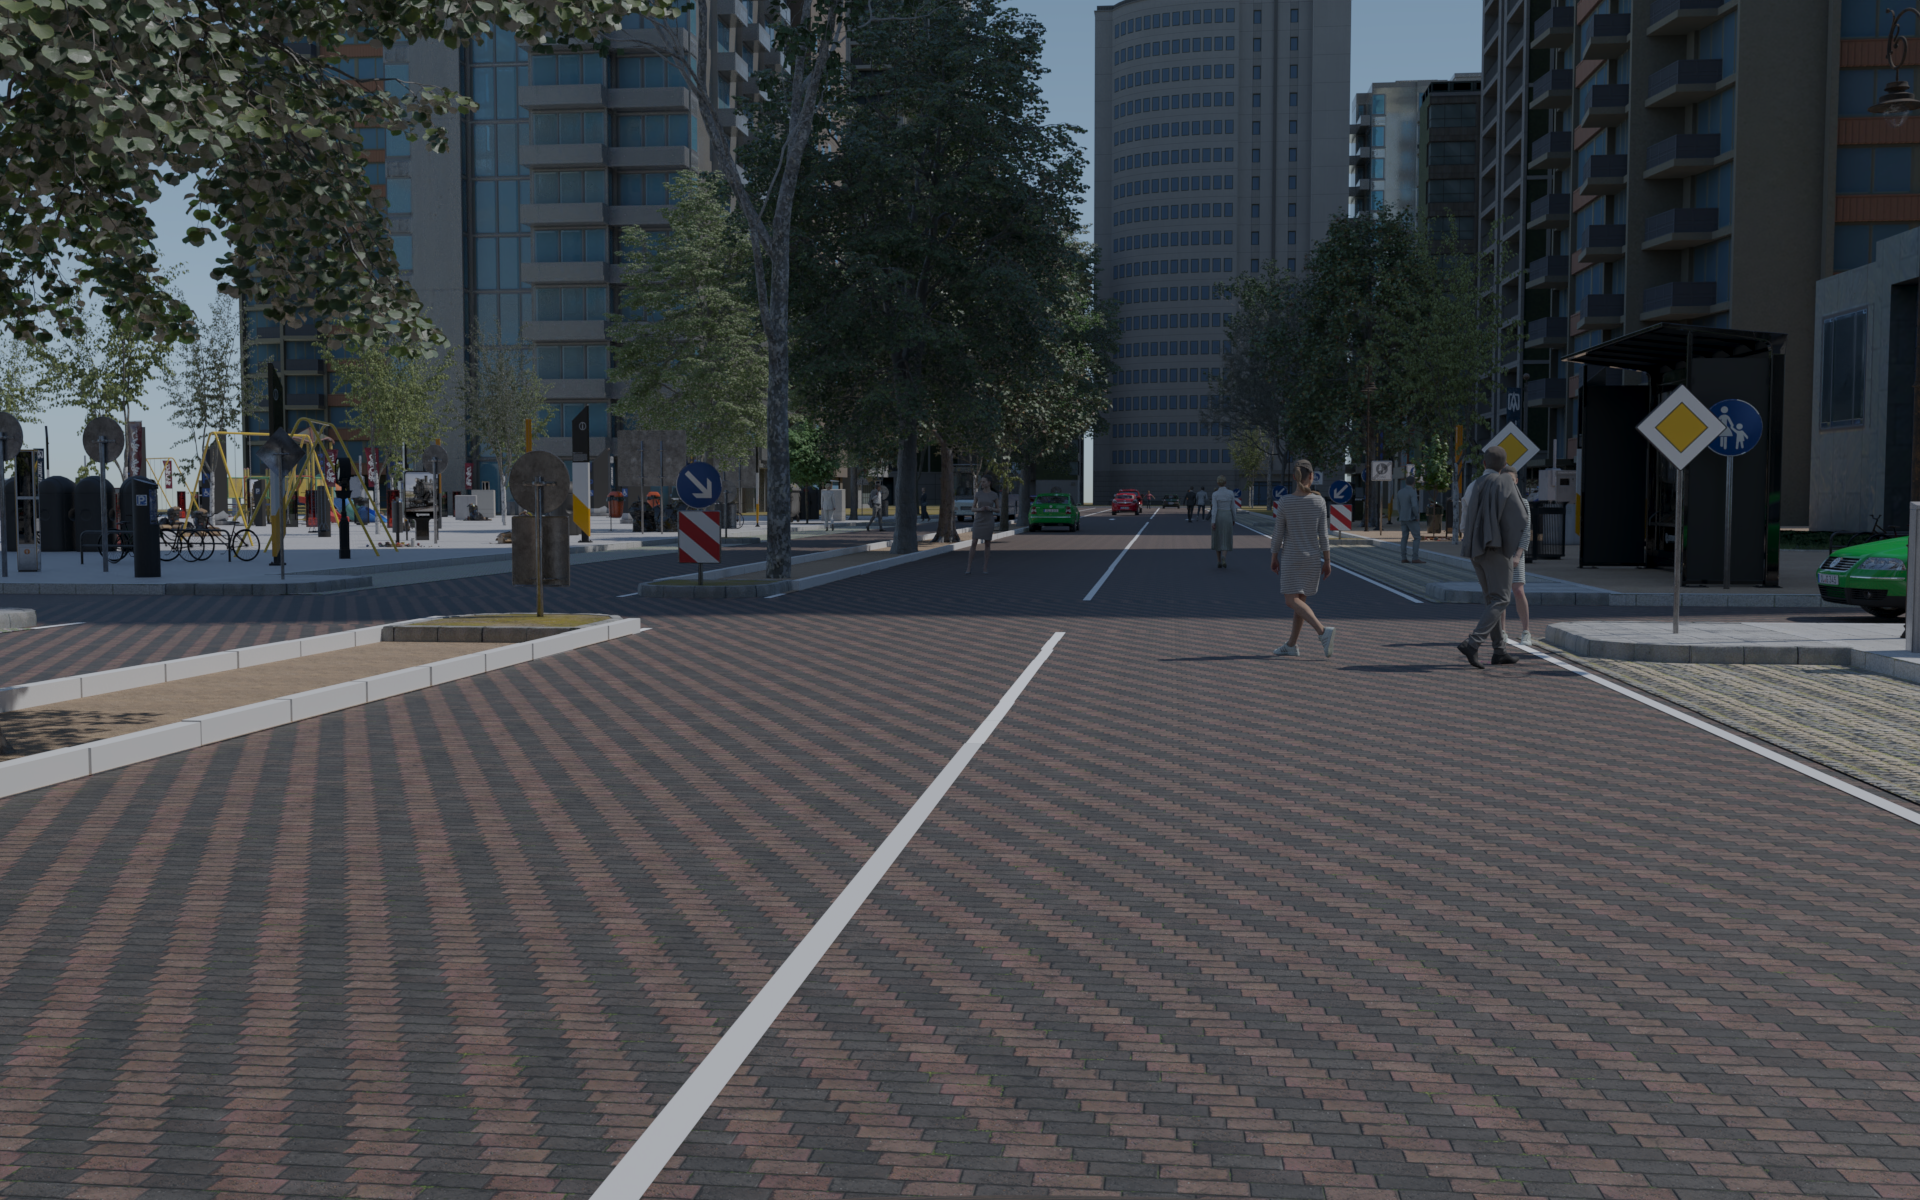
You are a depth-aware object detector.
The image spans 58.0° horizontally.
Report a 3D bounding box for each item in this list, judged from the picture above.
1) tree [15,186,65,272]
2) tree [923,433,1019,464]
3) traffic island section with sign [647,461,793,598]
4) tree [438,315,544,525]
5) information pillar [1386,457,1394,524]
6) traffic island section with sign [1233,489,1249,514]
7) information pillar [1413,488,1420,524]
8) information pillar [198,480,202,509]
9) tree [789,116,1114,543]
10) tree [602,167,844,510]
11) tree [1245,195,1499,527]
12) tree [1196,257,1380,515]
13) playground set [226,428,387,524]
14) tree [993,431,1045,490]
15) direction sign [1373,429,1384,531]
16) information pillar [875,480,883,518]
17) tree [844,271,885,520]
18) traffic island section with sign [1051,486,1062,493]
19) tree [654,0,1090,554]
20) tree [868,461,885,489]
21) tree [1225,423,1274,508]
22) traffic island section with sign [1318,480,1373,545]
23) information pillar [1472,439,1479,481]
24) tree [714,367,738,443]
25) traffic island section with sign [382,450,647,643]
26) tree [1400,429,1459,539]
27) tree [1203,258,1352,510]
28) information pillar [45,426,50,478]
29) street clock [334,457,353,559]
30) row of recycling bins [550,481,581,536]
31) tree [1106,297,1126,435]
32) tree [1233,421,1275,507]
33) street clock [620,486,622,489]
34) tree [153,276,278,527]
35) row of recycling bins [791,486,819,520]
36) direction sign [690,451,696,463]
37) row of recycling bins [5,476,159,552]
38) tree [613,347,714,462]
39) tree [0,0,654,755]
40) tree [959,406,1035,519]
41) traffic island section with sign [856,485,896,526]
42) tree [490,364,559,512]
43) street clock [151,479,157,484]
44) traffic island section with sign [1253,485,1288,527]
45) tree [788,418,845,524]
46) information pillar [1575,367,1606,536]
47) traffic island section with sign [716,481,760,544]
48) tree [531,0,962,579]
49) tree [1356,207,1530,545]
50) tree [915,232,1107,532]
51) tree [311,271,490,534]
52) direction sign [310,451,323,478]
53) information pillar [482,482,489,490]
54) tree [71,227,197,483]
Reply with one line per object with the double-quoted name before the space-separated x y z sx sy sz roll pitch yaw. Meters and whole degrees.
"tree" -19.416 -5.048 32.904 4.360 8.622 3.978 0 3 0
"tree" 1.920 -14.218 142.839 12.009 13.543 11.850 0 3 0
"traffic island section with sign" -3.569 -1.024 24.874 2.006 1.907 1.989 0 4 7
"tree" -18.722 -7.335 70.294 4.360 8.622 3.978 0 3 0
"information pillar" 18.241 -5.015 73.346 0.183 3.616 0.504 2 4 28
"traffic island section with sign" 19.854 -7.117 124.998 1.989 1.847 2.006 0 4 7
"information pillar" 19.140 -4.180 72.829 0.304 2.012 0.304 -1 4 -9
"information pillar" -39.538 -5.257 90.440 0.304 2.012 0.304 0 4 6
"tree" -0.374 -8.032 50.781 9.611 12.733 9.660 0 3 0
"tree" -8.889 -8.750 61.188 7.486 12.596 7.792 0 3 0
"tree" 15.942 -9.177 67.060 9.611 12.733 9.660 0 3 0
"tree" 18.154 -10.912 88.774 12.009 13.543 11.850 0 3 0
"playground set" -28.460 -5.404 75.141 5.637 4.214 5.302 1 4 18
"tree" 3.161 -7.983 83.341 4.360 8.622 3.978 0 3 0
"direction sign" 14.746 -4.217 60.953 0.379 3.537 0.876 0 4 -2
"information pillar" -4.382 -5.458 93.738 0.304 2.012 0.304 1 4 20
"tree" -5.309 -10.258 85.840 7.486 12.596 7.792 0 3 0
"traffic island section with sign" 5.480 -5.586 99.468 2.006 1.907 1.989 0 4 7
"tree" -1.321 -8.065 40.970 9.857 13.997 8.962 0 3 0
"tree" -4.281 -8.966 96.958 4.360 8.622 3.978 0 3 0
"tree" 26.723 -12.789 159.462 4.737 8.622 4.395 0 3 0
"traffic island section with sign" 10.676 -2.495 49.428 1.989 1.847 2.006 0 4 7
"information pillar" 21.817 -5.016 73.361 0.183 3.616 0.504 -1 4 -10
"tree" -13.964 -8.830 94.726 4.360 8.622 3.978 0 3 0
"traffic island section with sign" -4.472 -0.574 17.522 2.006 1.907 1.989 0 4 7
"tree" 13.887 -3.409 50.344 1.663 3.219 1.824 0 3 0
"tree" 25.453 -17.197 137.055 12.611 20.169 13.585 0 3 0
"information pillar" -31.155 -4.147 59.160 0.183 3.616 0.504 -2 4 -30
"street clock" -12.196 -1.817 34.276 0.358 2.002 0.471 -2 4 -31
"row of recycling bins" -12.463 -2.927 54.975 1.069 1.692 3.534 0 4 -7
"tree" 2.810 -10.206 75.973 9.857 13.997 8.962 0 3 0
"tree" 28.266 -13.275 167.403 4.360 8.622 3.978 0 3 0
"street clock" -19.423 -5.860 100.383 0.471 2.002 0.358 1 4 18
"tree" -25.524 -6.648 59.061 4.360 8.622 3.978 0 3 0
"row of recycling bins" -8.185 -4.852 86.444 1.069 1.692 3.534 2 4 26
"direction sign" -13.677 -5.920 88.795 0.379 3.537 0.876 1 4 12
"row of recycling bins" -19.690 -1.934 38.730 3.534 1.692 1.069 0 4 3
"tree" -15.120 -8.211 84.612 4.360 8.622 3.978 0 3 0
"tree" -5.546 -6.110 9.010 9.857 13.997 8.962 0 3 0
"tree" 0.565 -6.470 58.603 4.737 8.622 4.395 0 3 0
"traffic island section with sign" -3.550 -4.240 77.948 1.989 1.847 2.006 0 4 7
"tree" -24.785 -9.003 97.565 4.737 8.622 4.395 0 3 0
"street clock" -38.756 -4.797 83.004 0.471 2.002 0.358 -1 4 -17
"traffic island section with sign" 13.958 -4.146 76.420 1.989 1.847 2.006 0 4 7
"tree" -6.607 -5.555 74.540 4.285 4.588 4.351 0 3 0
"information pillar" 11.574 -2.471 31.759 0.504 3.616 0.183 1 4 11
"traffic island section with sign" -6.894 -2.555 50.407 1.989 1.847 2.006 0 4 7
"tree" -4.175 -10.482 29.731 12.611 20.169 13.585 0 3 0
"tree" 12.390 -5.703 43.602 4.737 8.622 4.395 0 3 0
"tree" 1.783 -8.417 65.836 9.928 11.665 9.643 0 3 0
"tree" -18.316 -6.395 54.923 4.737 8.622 4.395 0 3 0
"direction sign" -34.183 -6.115 91.977 0.379 3.537 0.876 2 4 35
"information pillar" -28.020 -5.985 102.345 0.304 2.012 0.304 3 5 39
"tree" -22.720 -5.876 46.441 4.737 8.622 4.395 0 3 0
